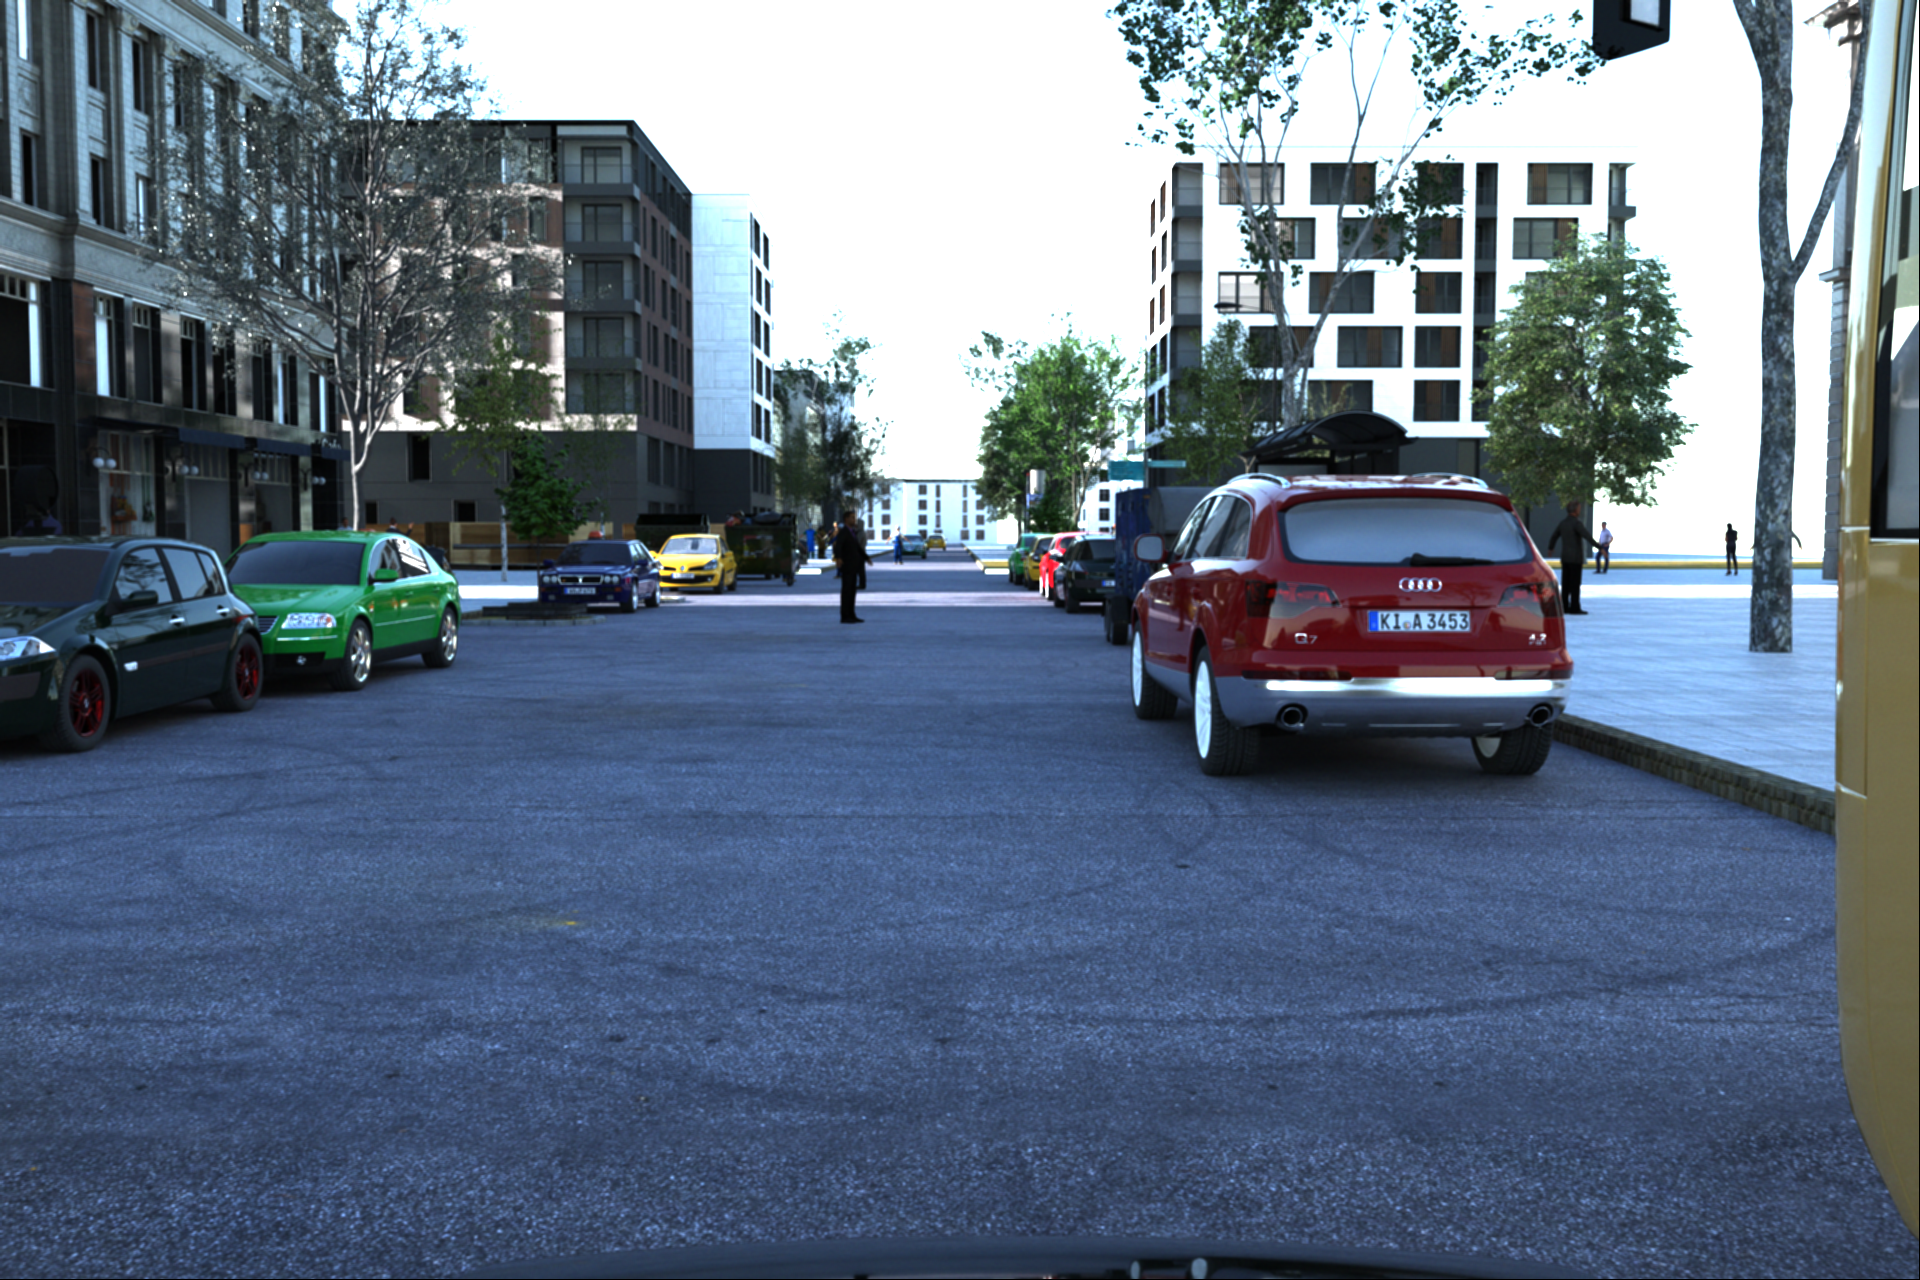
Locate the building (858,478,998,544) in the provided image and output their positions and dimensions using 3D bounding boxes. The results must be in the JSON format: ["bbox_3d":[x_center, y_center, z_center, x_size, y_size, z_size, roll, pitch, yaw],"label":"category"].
[{"bbox_3d":[-8.235,-19.151,257.721,28.070,9.664,9.099,0,4,-2],"label":"building"}]

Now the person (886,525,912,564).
[{"bbox_3d":[-2.944,-4.553,82.757,1.347,1.847,0.705,1,4,20],"label":"person"}]

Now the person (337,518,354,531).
[{"bbox_3d":[-19.934,-3.062,56.226,1.344,1.810,0.704,-2,4,-35],"label":"person"}]

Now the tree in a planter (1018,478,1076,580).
[{"bbox_3d":[2.772,-3.530,54.935,1.991,3.239,1.994,0,4,0],"label":"tree in a planter"}]

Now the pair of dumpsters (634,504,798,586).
[{"bbox_3d":[-6.712,-2.620,47.780,4.436,2.255,1.574,0,3,0],"label":"pair of dumpsters"}]

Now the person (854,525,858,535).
[{"bbox_3d":[-5.820,-5.541,96.784,1.347,1.806,0.705,1,4,9],"label":"person"}]

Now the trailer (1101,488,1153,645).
[{"bbox_3d":[2.648,-1.002,23.429,1.471,1.999,3.904,0,4,-1],"label":"trailer"}]

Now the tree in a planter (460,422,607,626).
[{"bbox_3d":[-6.793,-1.873,27.851,1.991,3.239,1.994,0,3,0],"label":"tree in a planter"}]

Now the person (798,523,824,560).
[{"bbox_3d":[-7.545,-4.966,87.323,1.347,1.817,0.704,0,4,-1],"label":"person"}]

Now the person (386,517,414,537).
[{"bbox_3d":[-14.771,-2.377,45.712,0.742,1.727,0.445,-1,4,-10],"label":"person"}]

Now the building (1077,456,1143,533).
[{"bbox_3d":[19.082,-15.814,200.702,9.099,9.664,28.070,0,4,-1],"label":"building"}]

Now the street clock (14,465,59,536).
[{"bbox_3d":[-9.703,-0.837,18.254,0.358,2.002,0.471,0,3,0],"label":"street clock"}]

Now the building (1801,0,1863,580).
[{"bbox_3d":[28.087,-11.732,32.472,13.314,22.015,24.055,0,3,0],"label":"building"}]

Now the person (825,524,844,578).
[{"bbox_3d":[-3.928,-2.889,56.154,0.721,1.772,1.216,3,5,39],"label":"person"}]

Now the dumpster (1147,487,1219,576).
[{"bbox_3d":[2.640,-0.461,15.754,1.865,1.857,1.264,0,4,-2],"label":"dumpster"}]

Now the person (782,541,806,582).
[{"bbox_3d":[-5.173,-2.684,52.203,0.705,1.847,1.347,3,4,38],"label":"person"}]

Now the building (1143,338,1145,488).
[{"bbox_3d":[25.008,-16.831,141.644,16.747,18.905,31.486,0,3,0],"label":"building"}]

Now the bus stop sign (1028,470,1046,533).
[{"bbox_3d":[3.210,-5.026,71.198,0.837,3.901,0.837,0,3,0],"label":"bus stop sign"}]

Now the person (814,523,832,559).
[{"bbox_3d":[-7.135,-5.106,89.243,0.705,1.858,1.354,3,5,42],"label":"person"}]

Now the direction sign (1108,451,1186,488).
[{"bbox_3d":[6.033,-4.080,55.478,2.525,3.948,1.411,0,3,0],"label":"direction sign"}]

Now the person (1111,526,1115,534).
[{"bbox_3d":[8.811,-5.747,100.762,0.721,1.733,1.217,2,4,31],"label":"person"}]

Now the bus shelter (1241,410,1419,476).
[{"bbox_3d":[6.478,-2.272,31.072,2.014,3.302,5.546,0,3,0],"label":"bus shelter"}]

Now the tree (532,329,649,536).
[{"bbox_3d":[-12.530,-6.808,61.676,4.360,8.622,3.978,0,3,0],"label":"tree"}]

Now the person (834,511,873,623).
[{"bbox_3d":[-1.763,-1.178,27.942,0.704,1.802,1.346,1,4,20],"label":"person"}]

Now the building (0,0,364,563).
[{"bbox_3d":[-29.671,-16.788,54.080,16.754,29.471,25.880,0,4,0],"label":"building"}]

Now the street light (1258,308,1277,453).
[{"bbox_3d":[6.863,-3.810,34.832,1.470,5.913,1.316,0,4,0],"label":"street light"}]

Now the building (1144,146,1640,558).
[{"bbox_3d":[25.137,-16.134,107.759,27.936,21.610,32.646,0,3,0],"label":"building"}]

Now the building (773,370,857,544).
[{"bbox_3d":[-28.742,-23.703,231.513,27.936,21.610,32.646,0,4,0],"label":"building"}]

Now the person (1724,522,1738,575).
[{"bbox_3d":[24.033,-2.843,54.000,0.415,1.643,0.593,3,5,44],"label":"person"}]

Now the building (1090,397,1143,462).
[{"bbox_3d":[23.035,-23.360,238.351,16.016,20.090,11.380,0,3,0],"label":"building"}]

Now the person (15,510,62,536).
[{"bbox_3d":[-13.022,-1.093,24.361,0.568,1.767,0.683,1,4,21],"label":"person"}]

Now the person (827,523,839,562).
[{"bbox_3d":[-5.686,-4.510,79.878,0.704,1.812,1.346,-3,4,-36],"label":"person"}]

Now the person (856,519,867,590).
[{"bbox_3d":[-2.599,-2.221,44.895,0.705,1.813,1.348,1,4,9],"label":"person"}]

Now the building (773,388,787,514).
[{"bbox_3d":[-28.911,-21.674,185.299,19.493,23.208,18.063,0,4,-1],"label":"building"}]

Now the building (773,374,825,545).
[{"bbox_3d":[-26.428,-22.855,204.610,19.493,23.208,18.063,0,4,1],"label":"building"}]

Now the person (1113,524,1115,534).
[{"bbox_3d":[7.628,-4.818,85.039,0.705,1.796,1.348,-1,4,-9],"label":"person"}]

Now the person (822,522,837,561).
[{"bbox_3d":[-5.899,-4.685,82.371,1.354,1.856,0.705,-1,4,-18],"label":"person"}]

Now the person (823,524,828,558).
[{"bbox_3d":[-7.200,-5.195,91.076,1.345,1.843,0.704,2,4,31],"label":"person"}]

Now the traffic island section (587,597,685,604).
[{"bbox_3d":[-6.831,-0.823,36.326,1.991,0.108,1.994,0,3,0],"label":"traffic island section"}]

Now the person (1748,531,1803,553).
[{"bbox_3d":[16.514,-1.724,35.025,1.217,1.735,0.721,-1,4,-11],"label":"person"}]

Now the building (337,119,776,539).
[{"bbox_3d":[-26.552,-15.782,102.005,27.936,21.610,32.646,0,3,0],"label":"building"}]

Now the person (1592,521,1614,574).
[{"bbox_3d":[20.841,-3.007,56.138,0.436,1.711,0.756,0,4,-7],"label":"person"}]

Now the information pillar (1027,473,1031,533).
[{"bbox_3d":[3.184,-5.162,73.780,0.750,3.857,0.750,0,4,-1],"label":"information pillar"}]

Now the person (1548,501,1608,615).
[{"bbox_3d":[9.831,-1.319,27.746,0.705,1.807,1.348,-1,4,-20],"label":"person"}]
